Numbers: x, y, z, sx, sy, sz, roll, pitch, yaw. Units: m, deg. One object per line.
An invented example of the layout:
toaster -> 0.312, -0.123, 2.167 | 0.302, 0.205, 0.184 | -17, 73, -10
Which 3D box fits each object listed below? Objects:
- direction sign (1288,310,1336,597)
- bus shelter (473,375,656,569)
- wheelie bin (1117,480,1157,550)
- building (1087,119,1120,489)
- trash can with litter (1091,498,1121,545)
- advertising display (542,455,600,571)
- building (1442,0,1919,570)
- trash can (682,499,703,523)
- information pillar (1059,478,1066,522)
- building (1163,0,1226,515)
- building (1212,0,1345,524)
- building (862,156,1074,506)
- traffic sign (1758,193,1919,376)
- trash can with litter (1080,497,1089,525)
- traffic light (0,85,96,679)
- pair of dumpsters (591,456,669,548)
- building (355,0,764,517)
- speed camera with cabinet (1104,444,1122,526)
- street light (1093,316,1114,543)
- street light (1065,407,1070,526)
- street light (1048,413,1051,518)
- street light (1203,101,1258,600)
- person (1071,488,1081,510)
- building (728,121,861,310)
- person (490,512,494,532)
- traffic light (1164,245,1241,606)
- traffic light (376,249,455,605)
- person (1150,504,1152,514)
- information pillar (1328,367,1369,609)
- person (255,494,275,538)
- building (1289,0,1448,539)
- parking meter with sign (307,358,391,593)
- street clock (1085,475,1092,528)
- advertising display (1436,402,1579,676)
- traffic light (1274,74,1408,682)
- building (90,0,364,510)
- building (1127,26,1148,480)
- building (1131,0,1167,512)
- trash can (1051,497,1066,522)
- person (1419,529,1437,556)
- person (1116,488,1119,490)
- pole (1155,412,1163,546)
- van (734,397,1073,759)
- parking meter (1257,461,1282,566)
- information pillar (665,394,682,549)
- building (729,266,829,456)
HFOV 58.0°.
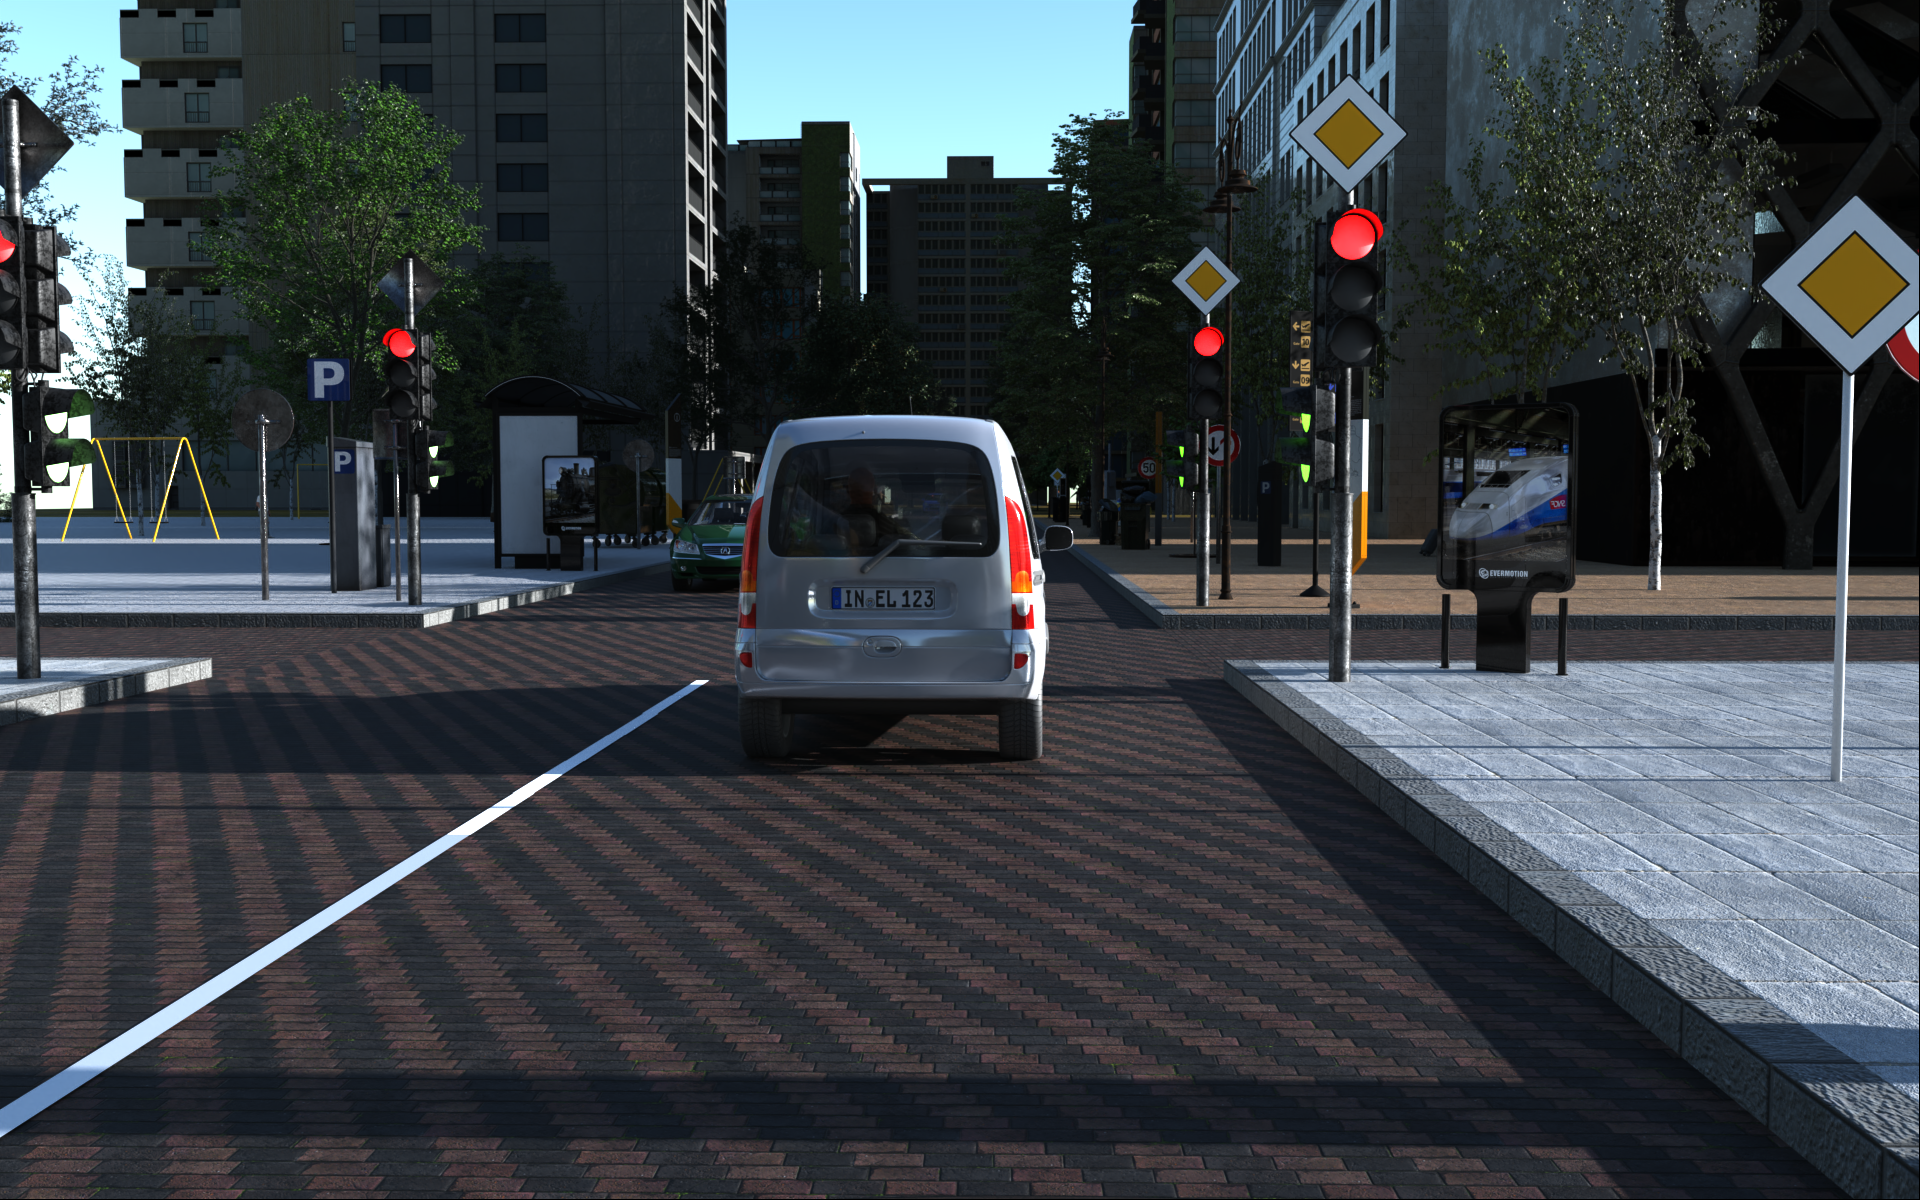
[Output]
direction sign -> 4.457, -1.812, 21.629 | 0.876, 3.537, 0.379 | -2, 4, -27
bus shelter -> -7.192, -2.341, 32.197 | 2.014, 3.302, 5.546 | 0, 4, 1
wheelie bin -> 4.077, -1.968, 40.087 | 0.980, 1.594, 0.693 | 1, 4, 16
building -> 27.472, -33.145, 196.548 | 28.867, 44.769, 22.147 | 0, 4, 1
trash can with litter -> 3.946, -1.969, 43.577 | 0.624, 1.170, 1.055 | -3, 5, -42
advertising display -> -6.488, -1.449, 28.903 | 0.974, 1.923, 0.123 | 1, 4, 12
building -> 20.403, -10.255, 35.114 | 16.811, 18.784, 16.820 | 0, 4, 1
trash can -> -7.133, -2.078, 45.623 | 0.748, 1.137, 0.748 | 0, 3, 0
information pillar -> 4.721, -4.586, 79.476 | 0.304, 2.012, 0.304 | 0, 4, 0
building -> 20.161, -26.203, 112.008 | 14.154, 41.232, 14.086 | 0, 4, 1
building -> 18.960, -18.477, 79.593 | 11.434, 29.767, 29.804 | 0, 4, 1
building -> 1.150, -31.187, 201.781 | 23.993, 40.220, 32.217 | 0, 4, 1
traffic sign -> 3.933, -0.484, 7.639 | 0.795, 2.593, 0.064 | 0, 4, 6
trash can with litter -> 5.450, -3.629, 70.716 | 1.055, 1.170, 0.624 | -1, 4, -12
traffic light -> -6.473, -1.409, 11.955 | 0.839, 4.253, 0.868 | 0, 4, 1
pair of dumpsters -> -8.171, -2.477, 42.995 | 1.574, 2.255, 4.437 | 0, 4, 1
building -> -22.844, -40.764, 104.737 | 20.563, 71.187, 20.611 | 0, 4, 1
speed camera with cabinet -> 6.126, -4.535, 68.477 | 0.660, 3.252, 2.038 | 3, 4, 37
street light -> 3.732, -4.430, 45.226 | 0.468, 5.910, 1.993 | 0, 4, 1
street light -> 4.366, -5.960, 70.232 | 0.468, 5.910, 1.993 | 0, 4, 1
street light -> 4.882, -7.445, 94.519 | 0.468, 5.910, 1.993 | 0, 4, 1
street light -> 3.240, -2.945, 20.938 | 0.468, 5.910, 1.993 | 0, 4, 1
person -> 9.786, -8.378, 143.164 | 1.348, 1.807, 0.705 | 1, 4, 13
building -> -18.479, -31.185, 193.475 | 14.086, 41.232, 14.154 | 0, 4, 1
person -> -14.828, -3.080, 56.365 | 0.822, 1.834, 0.622 | 1, 4, 15
traffic light -> 2.765, -1.886, 19.752 | 0.839, 4.253, 0.868 | 0, 4, 1
traffic light -> -6.294, -1.897, 19.938 | 0.839, 4.253, 0.868 | 0, 4, 1
person -> 7.658, -4.223, 75.299 | 0.699, 1.804, 1.509 | -3, 5, -43
information pillar -> 4.372, -1.714, 19.381 | 0.183, 3.616, 0.504 | -2, 4, -27
person -> -20.172, -2.543, 50.224 | 0.523, 1.515, 0.503 | -1, 4, -19
building -> 17.492, -12.347, 56.619 | 10.420, 20.320, 16.860 | 0, 4, 1
parking meter with sign -> -8.114, -1.646, 23.179 | 0.543, 3.016, 1.738 | 0, 4, 0
street clock -> 4.941, -3.756, 65.981 | 0.358, 2.002, 0.471 | 1, 4, 12
advertising display -> 3.924, -0.443, 12.459 | 0.974, 1.923, 0.123 | 3, 4, 36
traffic light -> 2.586, -1.397, 11.769 | 0.839, 4.253, 0.868 | 0, 4, 1
building -> -54.875, -34.275, 149.633 | 27.495, 52.752, 28.713 | 0, 4, 1
building -> 21.943, -28.845, 155.213 | 14.154, 41.232, 14.086 | 0, 4, 1
building -> 24.583, -29.274, 133.259 | 22.147, 44.769, 28.867 | 0, 4, 1
trash can -> 4.513, -4.093, 78.568 | 0.748, 1.137, 0.748 | 0, 3, 0
person -> 10.285, -1.809, 35.830 | 1.509, 1.804, 0.699 | 0, 3, 0
person -> 6.359, -4.044, 71.947 | 0.755, 1.850, 0.659 | -2, 4, -25
pole -> 4.931, -3.004, 42.956 | 0.158, 3.312, 0.155 | 0, 3, 0
van -> -0.297, -0.229, 10.753 | 2.013, 2.044, 4.112 | 0, 4, 3
parking meter -> 5.504, -1.536, 30.821 | 0.255, 1.863, 0.399 | -3, 5, -42
information pillar -> -6.659, -2.996, 40.340 | 0.183, 3.616, 0.504 | 2, 4, 30
building -> -26.429, -18.681, 150.471 | 28.899, 21.520, 27.650 | 0, 4, 1
